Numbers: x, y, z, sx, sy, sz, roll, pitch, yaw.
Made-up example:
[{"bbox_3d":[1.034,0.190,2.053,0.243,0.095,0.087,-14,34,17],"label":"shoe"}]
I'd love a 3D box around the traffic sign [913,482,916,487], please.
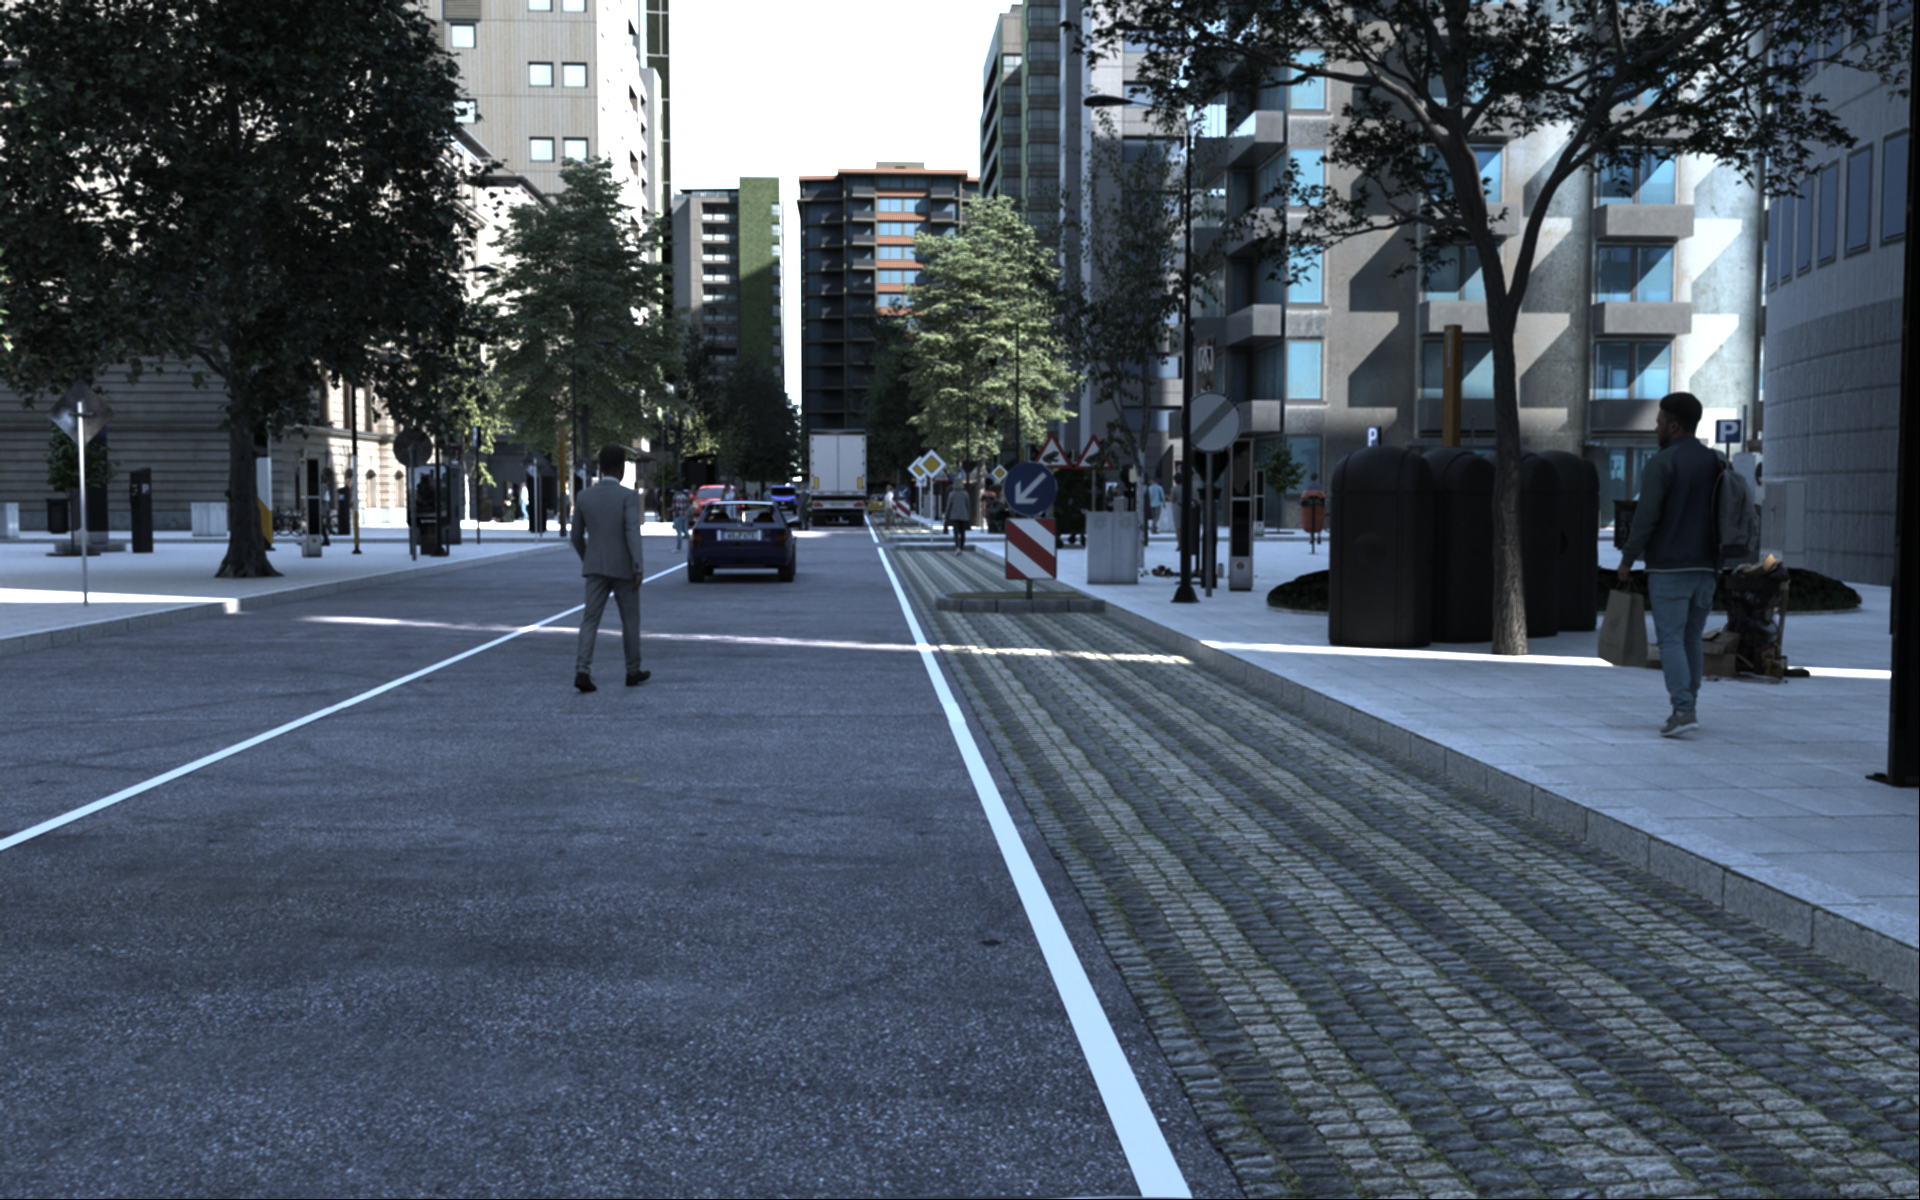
[{"bbox_3d":[-2.945,-7.675,125.482,0.884,2.594,0.081,0,3,0],"label":"traffic sign"}]

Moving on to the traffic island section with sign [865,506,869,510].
[{"bbox_3d":[-7.324,-8.929,154.611,1.989,1.847,2.006,0,4,-3],"label":"traffic island section with sign"}]

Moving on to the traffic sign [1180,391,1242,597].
[{"bbox_3d":[3.108,-1.312,21.554,0.768,2.556,0.104,0,4,-2],"label":"traffic sign"}]

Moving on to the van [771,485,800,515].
[{"bbox_3d":[-12.249,-7.083,120.193,2.240,2.365,5.245,0,4,-5],"label":"van"}]

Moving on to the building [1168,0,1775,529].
[{"bbox_3d":[24.007,-27.689,72.326,30.456,49.044,23.786,0,4,-3],"label":"building"}]

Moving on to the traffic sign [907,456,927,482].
[{"bbox_3d":[-1.190,-3.079,52.531,0.795,2.593,0.064,0,4,-3],"label":"traffic sign"}]

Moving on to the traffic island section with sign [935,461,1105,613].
[{"bbox_3d":[0.697,-0.798,21.679,1.989,1.847,2.006,0,4,-3],"label":"traffic island section with sign"}]

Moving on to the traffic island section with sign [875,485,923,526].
[{"bbox_3d":[-2.684,-4.227,77.732,1.989,1.847,2.006,0,4,-3],"label":"traffic island section with sign"}]

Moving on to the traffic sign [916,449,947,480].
[{"bbox_3d":[-0.709,-2.591,44.560,0.795,2.593,0.064,0,4,-3],"label":"traffic sign"}]

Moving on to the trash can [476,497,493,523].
[{"bbox_3d":[-21.309,-4.039,77.692,0.748,1.137,0.748,0,3,0],"label":"trash can"}]

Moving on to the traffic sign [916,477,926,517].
[{"bbox_3d":[-2.191,-5.887,98.385,0.606,2.300,0.079,0,4,-1],"label":"traffic sign"}]

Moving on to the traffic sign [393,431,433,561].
[{"bbox_3d":[-10.536,-2.034,33.365,0.768,2.556,0.104,0,4,0],"label":"traffic sign"}]

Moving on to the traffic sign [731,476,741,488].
[{"bbox_3d":[-15.987,-7.556,123.653,0.768,2.556,0.104,0,4,-1],"label":"traffic sign"}]

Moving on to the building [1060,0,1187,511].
[{"bbox_3d":[16.934,-34.773,110.533,21.231,58.520,28.212,0,4,-3],"label":"building"}]

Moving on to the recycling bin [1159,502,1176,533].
[{"bbox_3d":[7.049,-2.739,57.339,0.722,1.027,0.722,-1,4,-20],"label":"recycling bin"}]

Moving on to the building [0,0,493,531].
[{"bbox_3d":[-29.745,-15.733,76.321,14.460,24.649,34.723,0,4,-3],"label":"building"}]

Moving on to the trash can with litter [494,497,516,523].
[{"bbox_3d":[-19.949,-3.939,75.794,1.055,1.170,0.624,2,4,27],"label":"trash can with litter"}]

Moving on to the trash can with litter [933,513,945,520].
[{"bbox_3d":[-0.282,-4.541,85.303,2.233,1.210,1.678,0,4,4],"label":"trash can with litter"}]

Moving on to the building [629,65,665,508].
[{"bbox_3d":[-35.421,-29.191,160.870,14.154,41.232,14.086,0,4,-3],"label":"building"}]

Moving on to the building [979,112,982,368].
[{"bbox_3d":[8.937,-30.821,187.518,14.154,41.232,14.086,0,4,-3],"label":"building"}]

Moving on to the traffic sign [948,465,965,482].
[{"bbox_3d":[-0.175,-4.669,76.446,0.768,2.556,0.104,0,4,-2],"label":"traffic sign"}]

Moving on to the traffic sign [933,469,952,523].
[{"bbox_3d":[-0.809,-4.639,75.853,0.884,2.594,0.081,0,4,1],"label":"traffic sign"}]

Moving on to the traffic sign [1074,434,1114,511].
[{"bbox_3d":[2.914,-2.310,37.769,0.884,2.594,0.081,0,4,5],"label":"traffic sign"}]

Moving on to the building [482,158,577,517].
[{"bbox_3d":[-29.071,-15.537,103.180,9.793,20.994,18.267,0,4,-3],"label":"building"}]

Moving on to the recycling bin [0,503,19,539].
[{"bbox_3d":[-27.794,-2.302,50.185,0.722,1.027,0.722,0,4,-4],"label":"recycling bin"}]

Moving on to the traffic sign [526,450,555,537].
[{"bbox_3d":[-12.486,-3.152,51.541,0.884,2.594,0.081,0,4,3],"label":"traffic sign"}]

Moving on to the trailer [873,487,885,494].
[{"bbox_3d":[-6.969,-8.712,149.493,1.471,1.999,3.904,0,4,-4],"label":"trailer"}]

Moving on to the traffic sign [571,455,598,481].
[{"bbox_3d":[-11.267,-3.043,51.945,0.795,2.593,0.064,0,4,-3],"label":"traffic sign"}]

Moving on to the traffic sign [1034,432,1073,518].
[{"bbox_3d":[1.924,-2.223,36.351,0.884,2.594,0.081,0,4,5],"label":"traffic sign"}]

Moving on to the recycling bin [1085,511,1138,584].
[{"bbox_3d":[2.181,-0.757,24.928,0.722,1.027,0.722,0,4,2],"label":"recycling bin"}]

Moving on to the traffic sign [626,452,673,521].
[{"bbox_3d":[-14.857,-5.443,82.865,2.265,3.308,0.079,0,4,2],"label":"traffic sign"}]

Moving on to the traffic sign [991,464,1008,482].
[{"bbox_3d":[1.752,-4.635,75.519,0.795,2.593,0.064,0,4,4],"label":"traffic sign"}]

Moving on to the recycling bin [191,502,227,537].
[{"bbox_3d":[-22.651,-2.429,52.260,0.722,1.027,0.722,1,4,22],"label":"recycling bin"}]

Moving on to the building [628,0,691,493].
[{"bbox_3d":[-44.886,-53.007,179.340,31.000,86.520,22.319,0,4,-3],"label":"building"}]

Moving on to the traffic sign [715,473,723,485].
[{"bbox_3d":[-15.123,-6.559,107.235,0.884,2.594,0.081,0,4,-2],"label":"traffic sign"}]

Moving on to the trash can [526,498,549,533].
[{"bbox_3d":[-14.024,-2.804,57.495,0.748,1.137,0.748,0,3,0],"label":"trash can"}]

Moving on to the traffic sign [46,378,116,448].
[{"bbox_3d":[-10.020,-1.225,19.766,0.795,2.593,0.064,0,4,1],"label":"traffic sign"}]

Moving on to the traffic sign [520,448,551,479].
[{"bbox_3d":[-10.786,-2.556,43.974,0.795,2.593,0.064,0,4,-3],"label":"traffic sign"}]

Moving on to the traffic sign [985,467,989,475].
[{"bbox_3d":[1.235,-5.050,82.578,0.884,2.594,0.081,0,4,2],"label":"traffic sign"}]

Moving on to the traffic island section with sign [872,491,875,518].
[{"bbox_3d":[-4.293,-5.872,104.639,1.989,1.847,2.006,0,4,-3],"label":"traffic island section with sign"}]

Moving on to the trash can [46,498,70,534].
[{"bbox_3d":[-29.192,-2.715,56.050,0.748,1.137,0.748,0,3,0],"label":"trash can"}]

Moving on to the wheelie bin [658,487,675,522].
[{"bbox_3d":[-13.201,-4.306,78.308,0.693,1.594,0.980,0,4,8],"label":"wheelie bin"}]

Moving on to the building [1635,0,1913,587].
[{"bbox_3d":[23.313,-29.327,21.496,21.231,58.520,28.212,0,4,-3],"label":"building"}]

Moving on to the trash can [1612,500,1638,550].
[{"bbox_3d":[15.343,-1.719,39.754,0.748,1.137,0.748,0,3,0],"label":"trash can"}]

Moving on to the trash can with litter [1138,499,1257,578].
[{"bbox_3d":[3.528,-0.988,27.210,1.678,1.210,2.233,-1,4,-20],"label":"trash can with litter"}]

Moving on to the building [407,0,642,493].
[{"bbox_3d":[-40.585,-33.626,139.031,28.713,52.752,27.495,0,4,-3],"label":"building"}]
